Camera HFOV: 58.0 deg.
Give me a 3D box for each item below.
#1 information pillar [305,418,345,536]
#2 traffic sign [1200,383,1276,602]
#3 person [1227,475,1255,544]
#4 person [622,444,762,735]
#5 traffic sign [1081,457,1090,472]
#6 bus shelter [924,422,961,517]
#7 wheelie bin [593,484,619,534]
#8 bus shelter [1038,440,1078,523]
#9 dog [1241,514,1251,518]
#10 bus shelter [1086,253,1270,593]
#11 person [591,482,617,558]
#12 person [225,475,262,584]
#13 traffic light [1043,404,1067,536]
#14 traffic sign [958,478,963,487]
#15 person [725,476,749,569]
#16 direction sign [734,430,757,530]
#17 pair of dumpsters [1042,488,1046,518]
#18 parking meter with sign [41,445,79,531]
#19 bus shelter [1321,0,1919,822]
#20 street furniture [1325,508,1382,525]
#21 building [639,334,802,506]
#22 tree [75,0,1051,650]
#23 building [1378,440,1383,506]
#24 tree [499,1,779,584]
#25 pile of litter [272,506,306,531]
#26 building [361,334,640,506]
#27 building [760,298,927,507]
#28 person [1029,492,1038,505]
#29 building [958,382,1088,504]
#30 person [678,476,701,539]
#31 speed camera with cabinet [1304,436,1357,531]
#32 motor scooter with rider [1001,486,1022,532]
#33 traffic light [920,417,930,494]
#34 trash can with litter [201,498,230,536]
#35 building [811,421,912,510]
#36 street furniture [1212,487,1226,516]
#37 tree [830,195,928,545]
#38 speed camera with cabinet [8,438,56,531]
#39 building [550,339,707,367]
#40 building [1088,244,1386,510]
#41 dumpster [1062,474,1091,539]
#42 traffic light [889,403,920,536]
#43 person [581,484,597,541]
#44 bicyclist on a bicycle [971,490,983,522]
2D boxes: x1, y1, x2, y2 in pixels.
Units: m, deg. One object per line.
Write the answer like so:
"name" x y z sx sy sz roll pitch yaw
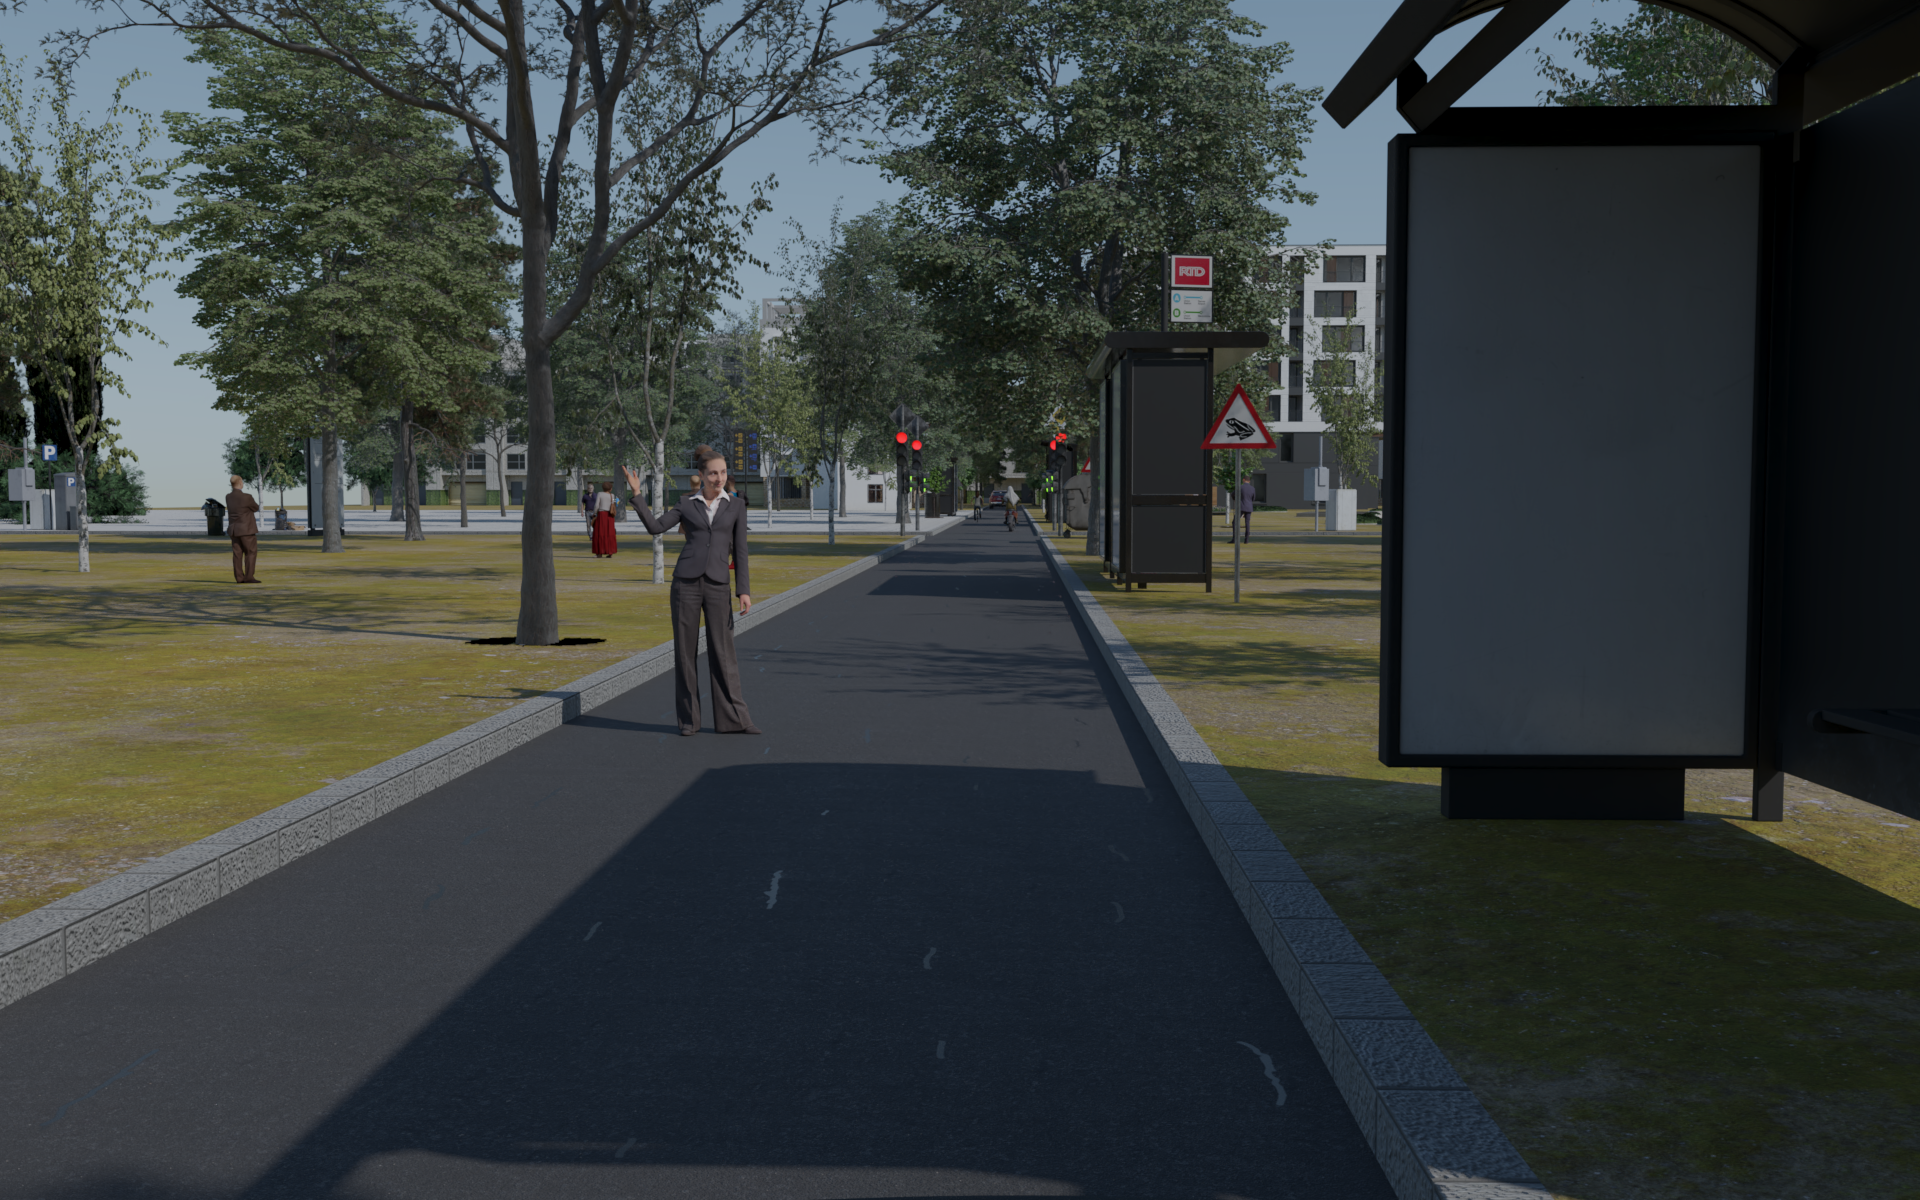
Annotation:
"information pillar" -19.500 -3.785 53.196 0.184 3.620 1.656 1 4 15
"traffic sign" 3.278 -1.250 20.437 0.884 2.594 0.081 0 4 8
"person" 7.246 -2.337 44.703 0.683 1.767 0.568 -1 4 -17
"person" -1.583 -0.055 10.201 0.742 1.727 0.445 -3 5 -41
"traffic sign" 3.386 -2.579 42.173 0.884 2.594 0.081 0 4 7
"bus shelter" -1.149 -7.454 99.500 2.179 5.291 8.768 0 4 2
"wheelie bin" -11.036 -2.785 53.438 0.980 1.594 0.693 -2 4 -30
"bus shelter" 4.458 -5.344 78.651 1.731 3.624 6.357 0 4 2
"dog" 15.285 -4.590 92.779 0.748 0.427 0.550 1 4 21
"bus shelter" 3.083 -2.996 26.620 2.179 5.291 8.768 0 4 2
"person" -7.123 -1.601 34.688 0.523 1.526 0.387 -2 4 -27
"person" -10.304 -1.012 24.856 0.482 1.546 0.388 1 4 19
"traffic light" 3.032 -3.868 52.494 0.839 4.213 0.868 0 4 2
"traffic sign" -0.223 -7.491 122.486 0.884 2.594 0.081 0 4 5
"person" -3.908 -1.323 29.548 0.662 1.594 0.647 0 4 4
"direction sign" -7.580 -4.240 61.321 0.876 3.537 0.379 -2 4 -30
"pair of dumpsters" 5.057 -5.346 89.907 1.574 2.255 4.436 0 4 2
"parking meter with sign" -31.595 -3.968 61.131 1.738 3.016 0.543 2 4 28
"bus shelter" 2.385 -0.633 4.277 2.014 3.302 5.546 0 4 2
"street furniture" 19.270 -3.643 75.189 5.734 0.657 10.072 2 4 28
"building" -19.230 -20.368 199.466 31.486 18.905 16.747 0 4 2
"tree" -3.465 -6.365 14.441 12.009 13.543 11.850 0 3 0
"building" 46.814 -20.900 198.135 11.380 20.091 16.016 0 4 2
"tree" -4.421 -4.552 24.786 4.360 8.622 3.978 0 3 0
"pile of litter" -23.763 -2.894 61.278 1.176 0.858 1.719 -1 4 -12
"building" -50.707 -20.414 200.226 31.486 18.905 16.747 0 4 2
"building" -10.995 -19.254 171.230 16.016 20.091 11.380 0 4 2
"person" 8.357 -11.724 197.748 1.348 1.822 0.705 2 4 28
"building" 10.160 -22.409 232.839 31.486 18.905 16.747 0 4 2
"person" -3.849 -1.025 25.072 0.482 1.546 0.388 -1 4 -18
"speed camera with cabinet" 12.828 -4.015 59.980 2.038 3.252 0.660 -2 4 -34
"motor scooter with rider" 1.995 -3.512 66.392 0.876 1.779 1.986 0 4 4
"traffic light" -1.474 -4.365 60.609 0.839 4.213 0.868 0 4 2
"trash can with litter" -22.730 -2.563 53.295 0.624 1.170 1.055 2 4 34
"building" -8.631 -12.790 151.268 9.099 9.664 28.070 0 4 2
"street furniture" 11.322 -5.986 104.720 9.812 1.723 11.010 -1 4 -19
"tree" -3.100 -5.718 43.856 4.360 8.622 3.978 0 3 0
"speed camera with cabinet" -32.895 -4.112 61.568 0.660 3.252 2.038 0 4 8
"building" -44.719 -24.227 240.082 32.646 21.610 27.936 0 4 2
"building" 25.562 -19.233 158.430 27.936 21.610 32.646 0 4 2
"dumpster" 3.619 -2.727 50.343 1.264 1.857 1.865 0 4 2
"traffic light" -1.727 -3.877 52.628 0.839 4.213 0.868 0 4 2
"person" -10.042 -2.398 47.467 0.569 1.553 0.471 1 4 21
"bicyclist on a bicycle" 0.877 -4.757 87.793 1.499 1.676 1.625 0 4 1
